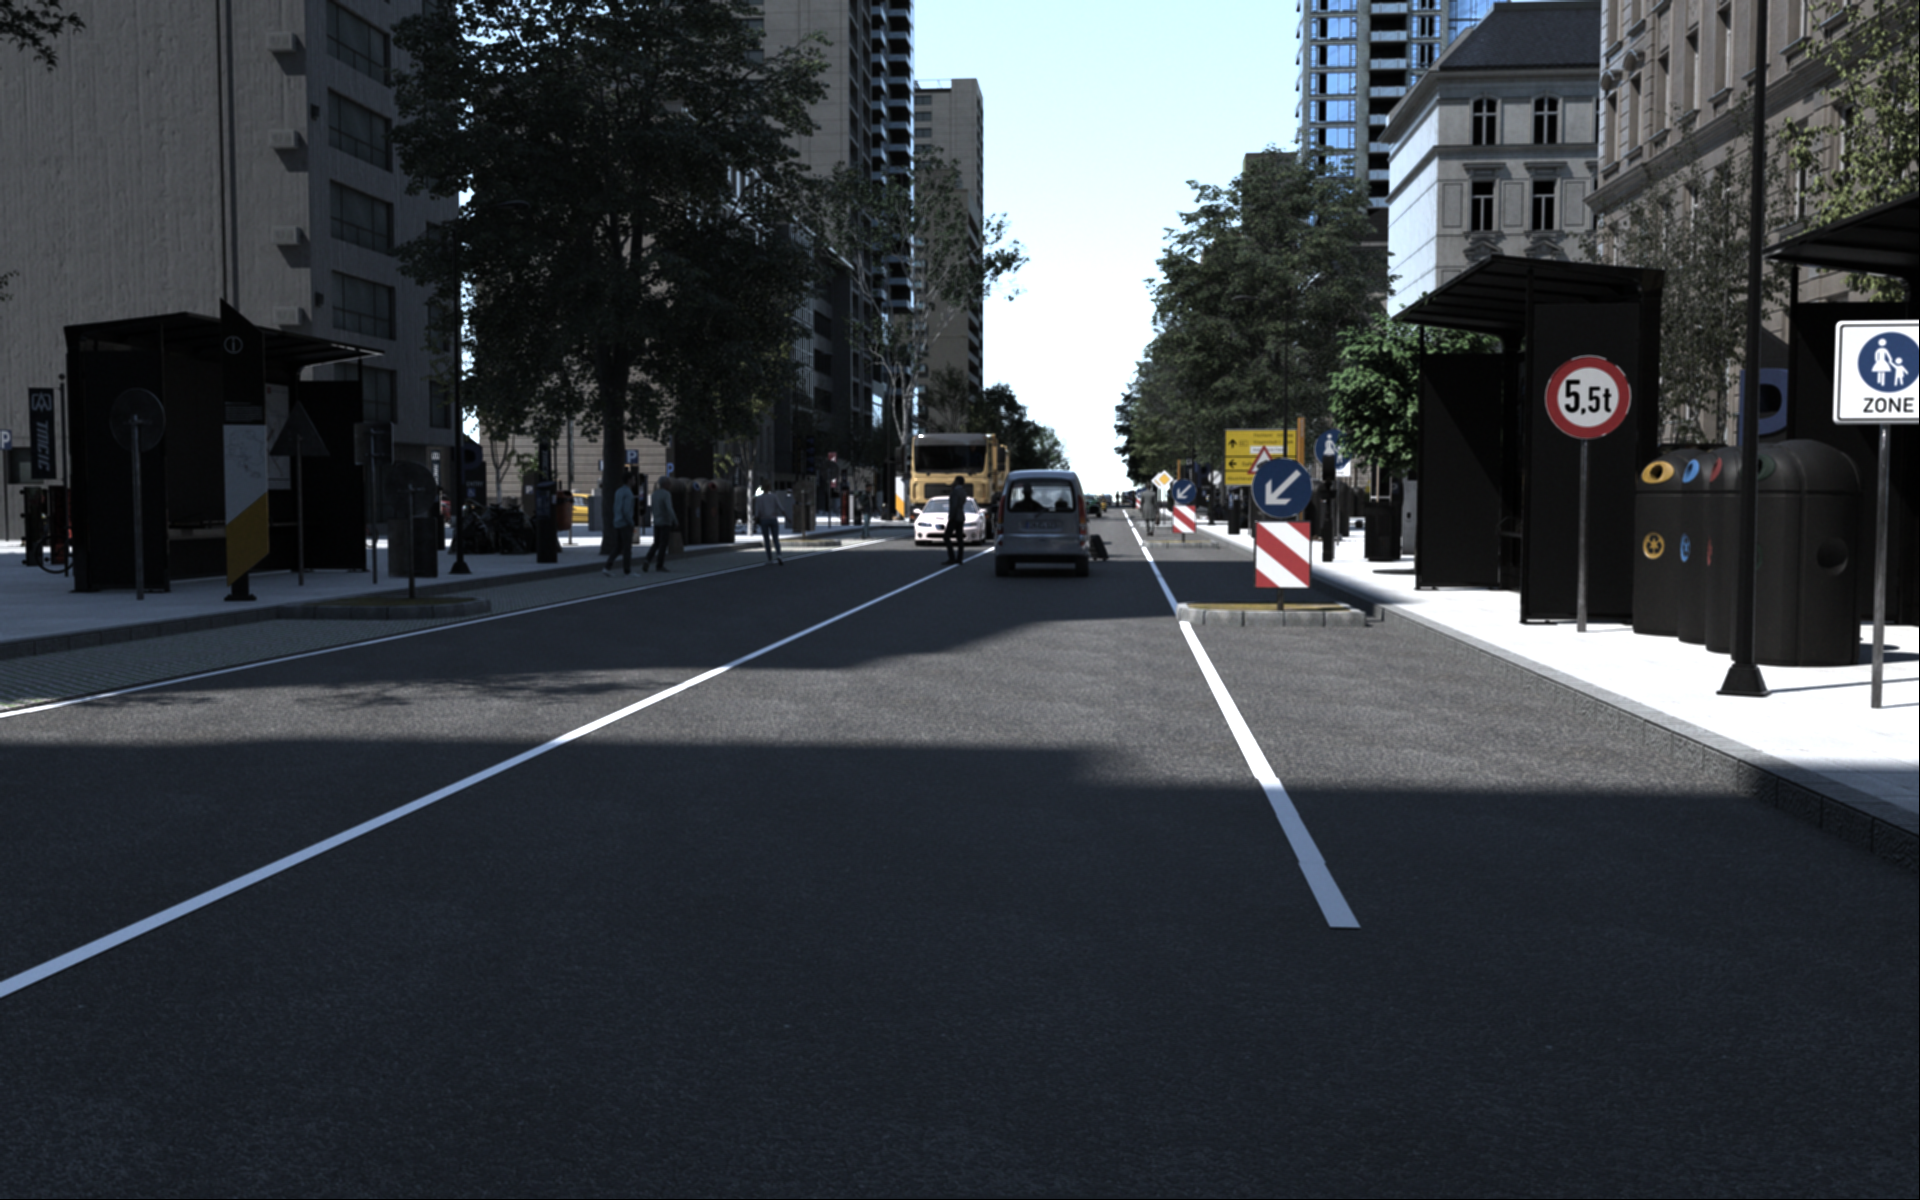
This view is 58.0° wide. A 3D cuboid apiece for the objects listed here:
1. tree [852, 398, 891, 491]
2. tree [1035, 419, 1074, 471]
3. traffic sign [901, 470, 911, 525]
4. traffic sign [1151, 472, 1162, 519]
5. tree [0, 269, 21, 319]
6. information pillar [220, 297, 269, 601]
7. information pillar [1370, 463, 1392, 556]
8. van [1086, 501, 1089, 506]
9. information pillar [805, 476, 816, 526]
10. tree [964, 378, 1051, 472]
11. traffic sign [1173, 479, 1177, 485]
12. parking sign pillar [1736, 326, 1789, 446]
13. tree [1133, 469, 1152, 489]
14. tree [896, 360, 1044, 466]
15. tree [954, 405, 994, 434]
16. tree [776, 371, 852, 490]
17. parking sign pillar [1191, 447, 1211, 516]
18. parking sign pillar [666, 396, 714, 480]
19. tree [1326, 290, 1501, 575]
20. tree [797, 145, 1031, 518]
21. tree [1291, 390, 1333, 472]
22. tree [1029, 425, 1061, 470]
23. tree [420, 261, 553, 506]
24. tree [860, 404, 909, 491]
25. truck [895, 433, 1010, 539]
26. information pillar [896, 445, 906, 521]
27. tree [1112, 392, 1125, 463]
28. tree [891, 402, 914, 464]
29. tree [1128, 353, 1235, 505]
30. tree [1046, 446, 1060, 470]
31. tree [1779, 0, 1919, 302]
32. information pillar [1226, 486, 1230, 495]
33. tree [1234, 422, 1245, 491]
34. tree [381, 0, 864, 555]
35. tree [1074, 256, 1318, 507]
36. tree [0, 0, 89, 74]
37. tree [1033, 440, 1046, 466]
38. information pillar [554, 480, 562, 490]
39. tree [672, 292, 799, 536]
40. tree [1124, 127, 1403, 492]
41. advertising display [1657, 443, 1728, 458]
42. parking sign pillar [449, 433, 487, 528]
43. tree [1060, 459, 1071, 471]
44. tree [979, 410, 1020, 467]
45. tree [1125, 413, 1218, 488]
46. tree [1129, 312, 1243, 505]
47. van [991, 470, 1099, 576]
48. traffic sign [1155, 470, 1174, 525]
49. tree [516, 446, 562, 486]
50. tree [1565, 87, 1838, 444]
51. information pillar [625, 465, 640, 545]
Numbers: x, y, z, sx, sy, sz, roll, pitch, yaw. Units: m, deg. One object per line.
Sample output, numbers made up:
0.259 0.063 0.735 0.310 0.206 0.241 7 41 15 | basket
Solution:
-7.558 -10.700 125.303 4.360 8.622 3.978 0 3 0 | tree
13.730 -22.745 282.249 12.009 13.543 11.850 0 3 0 | tree
-2.075 -4.180 71.983 0.795 2.450 0.064 0 4 5 | traffic sign
9.088 -4.608 78.984 0.795 2.450 0.064 0 4 5 | traffic sign
-22.098 -5.221 35.729 4.360 8.622 3.978 0 3 0 | tree
-8.585 -1.799 20.768 0.504 3.616 0.183 -1 4 -15 | information pillar
8.127 -1.772 33.472 0.304 2.012 0.304 -1 4 -14 | information pillar
2.759 -2.666 50.604 2.013 2.044 4.112 0 4 6 | van
-6.042 -4.016 70.155 0.304 2.012 0.304 3 5 43 | information pillar
3.892 -15.561 171.434 9.611 12.733 9.660 0 3 0 | tree
18.662 -9.106 148.981 0.768 2.556 0.104 1 4 14 | traffic sign
12.640 -2.337 26.679 1.447 3.967 1.447 -2 4 -26 | parking sign pillar
27.841 -18.700 256.101 4.737 8.622 4.395 0 3 0 | tree
0.012 -11.376 120.412 8.767 10.594 7.601 -3 5 -40 | tree
0.994 -11.449 137.548 4.737 8.622 4.395 0 3 0 | tree
-8.896 -9.418 104.340 4.360 8.622 3.978 0 3 0 | tree
14.012 -6.849 100.451 1.447 3.967 1.447 -3 4 -38 | parking sign pillar
-7.349 -3.588 47.130 1.447 3.967 1.447 -3 5 -44 | parking sign pillar
7.401 -2.705 27.942 4.285 4.588 4.351 0 3 0 | tree
-1.651 -14.454 92.216 12.611 20.169 13.585 0 3 0 | tree
22.739 -9.989 113.679 4.360 8.622 3.978 0 3 0 | tree
10.908 -19.932 251.636 9.928 11.665 9.643 0 3 0 | tree
-13.919 -6.209 51.873 4.737 8.622 4.395 0 3 0 | tree
-6.274 -11.688 141.469 4.737 8.622 4.395 0 3 0 | tree
0.053 -3.774 57.626 3.469 3.379 9.791 0 4 6 | truck
-2.846 -5.593 82.795 0.504 3.616 0.183 2 4 29 | information pillar
21.022 -17.088 186.043 9.857 13.997 8.962 0 3 0 | tree
-5.223 -11.065 131.280 4.360 8.622 3.978 0 3 0 | tree
14.933 -11.592 115.287 9.928 11.665 9.643 0 3 0 | tree
5.807 -15.785 192.495 7.601 10.594 8.767 -1 4 -16 | tree
12.497 -4.402 22.334 4.737 8.622 4.395 0 3 0 | tree
18.577 -7.906 120.622 0.183 3.616 0.504 -3 5 -45 | information pillar
23.776 -12.112 148.392 4.737 8.622 4.395 0 3 0 | tree
-7.208 -7.936 36.416 9.857 13.997 8.962 0 3 0 | tree
13.136 -10.710 85.472 12.009 13.543 11.850 0 3 0 | tree
-10.400 -4.756 12.181 8.767 10.594 7.601 1 4 8 | tree
7.718 -15.922 210.681 4.360 8.622 3.978 0 3 0 | tree
-21.017 -5.267 90.604 0.304 2.012 0.304 2 4 29 | information pillar
-6.557 -6.259 52.699 4.737 8.622 4.395 0 3 0 | tree
10.836 -9.495 61.902 9.857 13.997 8.962 0 3 0 | tree
9.303 -1.032 22.085 0.974 1.923 0.123 0 4 -5 | advertising display
-18.754 -4.745 66.049 1.447 3.967 1.447 -3 5 -43 | parking sign pillar
16.323 -23.071 311.628 8.767 10.594 7.601 1 4 22 | tree
2.841 -12.025 146.976 4.360 8.622 3.978 0 3 0 | tree
19.791 -14.060 164.288 8.767 10.594 7.601 3 5 39 | tree
14.233 -11.538 106.769 7.486 12.596 7.792 0 3 0 | tree
1.532 -1.499 31.521 2.013 2.044 4.112 0 4 4 | van
8.376 -4.122 71.031 0.795 2.450 0.064 0 4 5 | traffic sign
-17.183 -4.615 70.057 1.663 3.219 1.824 0 3 0 | tree
13.410 -4.942 31.162 4.360 8.622 3.978 0 3 0 | tree
-8.355 -2.417 44.018 0.304 2.012 0.304 3 5 42 | information pillar
